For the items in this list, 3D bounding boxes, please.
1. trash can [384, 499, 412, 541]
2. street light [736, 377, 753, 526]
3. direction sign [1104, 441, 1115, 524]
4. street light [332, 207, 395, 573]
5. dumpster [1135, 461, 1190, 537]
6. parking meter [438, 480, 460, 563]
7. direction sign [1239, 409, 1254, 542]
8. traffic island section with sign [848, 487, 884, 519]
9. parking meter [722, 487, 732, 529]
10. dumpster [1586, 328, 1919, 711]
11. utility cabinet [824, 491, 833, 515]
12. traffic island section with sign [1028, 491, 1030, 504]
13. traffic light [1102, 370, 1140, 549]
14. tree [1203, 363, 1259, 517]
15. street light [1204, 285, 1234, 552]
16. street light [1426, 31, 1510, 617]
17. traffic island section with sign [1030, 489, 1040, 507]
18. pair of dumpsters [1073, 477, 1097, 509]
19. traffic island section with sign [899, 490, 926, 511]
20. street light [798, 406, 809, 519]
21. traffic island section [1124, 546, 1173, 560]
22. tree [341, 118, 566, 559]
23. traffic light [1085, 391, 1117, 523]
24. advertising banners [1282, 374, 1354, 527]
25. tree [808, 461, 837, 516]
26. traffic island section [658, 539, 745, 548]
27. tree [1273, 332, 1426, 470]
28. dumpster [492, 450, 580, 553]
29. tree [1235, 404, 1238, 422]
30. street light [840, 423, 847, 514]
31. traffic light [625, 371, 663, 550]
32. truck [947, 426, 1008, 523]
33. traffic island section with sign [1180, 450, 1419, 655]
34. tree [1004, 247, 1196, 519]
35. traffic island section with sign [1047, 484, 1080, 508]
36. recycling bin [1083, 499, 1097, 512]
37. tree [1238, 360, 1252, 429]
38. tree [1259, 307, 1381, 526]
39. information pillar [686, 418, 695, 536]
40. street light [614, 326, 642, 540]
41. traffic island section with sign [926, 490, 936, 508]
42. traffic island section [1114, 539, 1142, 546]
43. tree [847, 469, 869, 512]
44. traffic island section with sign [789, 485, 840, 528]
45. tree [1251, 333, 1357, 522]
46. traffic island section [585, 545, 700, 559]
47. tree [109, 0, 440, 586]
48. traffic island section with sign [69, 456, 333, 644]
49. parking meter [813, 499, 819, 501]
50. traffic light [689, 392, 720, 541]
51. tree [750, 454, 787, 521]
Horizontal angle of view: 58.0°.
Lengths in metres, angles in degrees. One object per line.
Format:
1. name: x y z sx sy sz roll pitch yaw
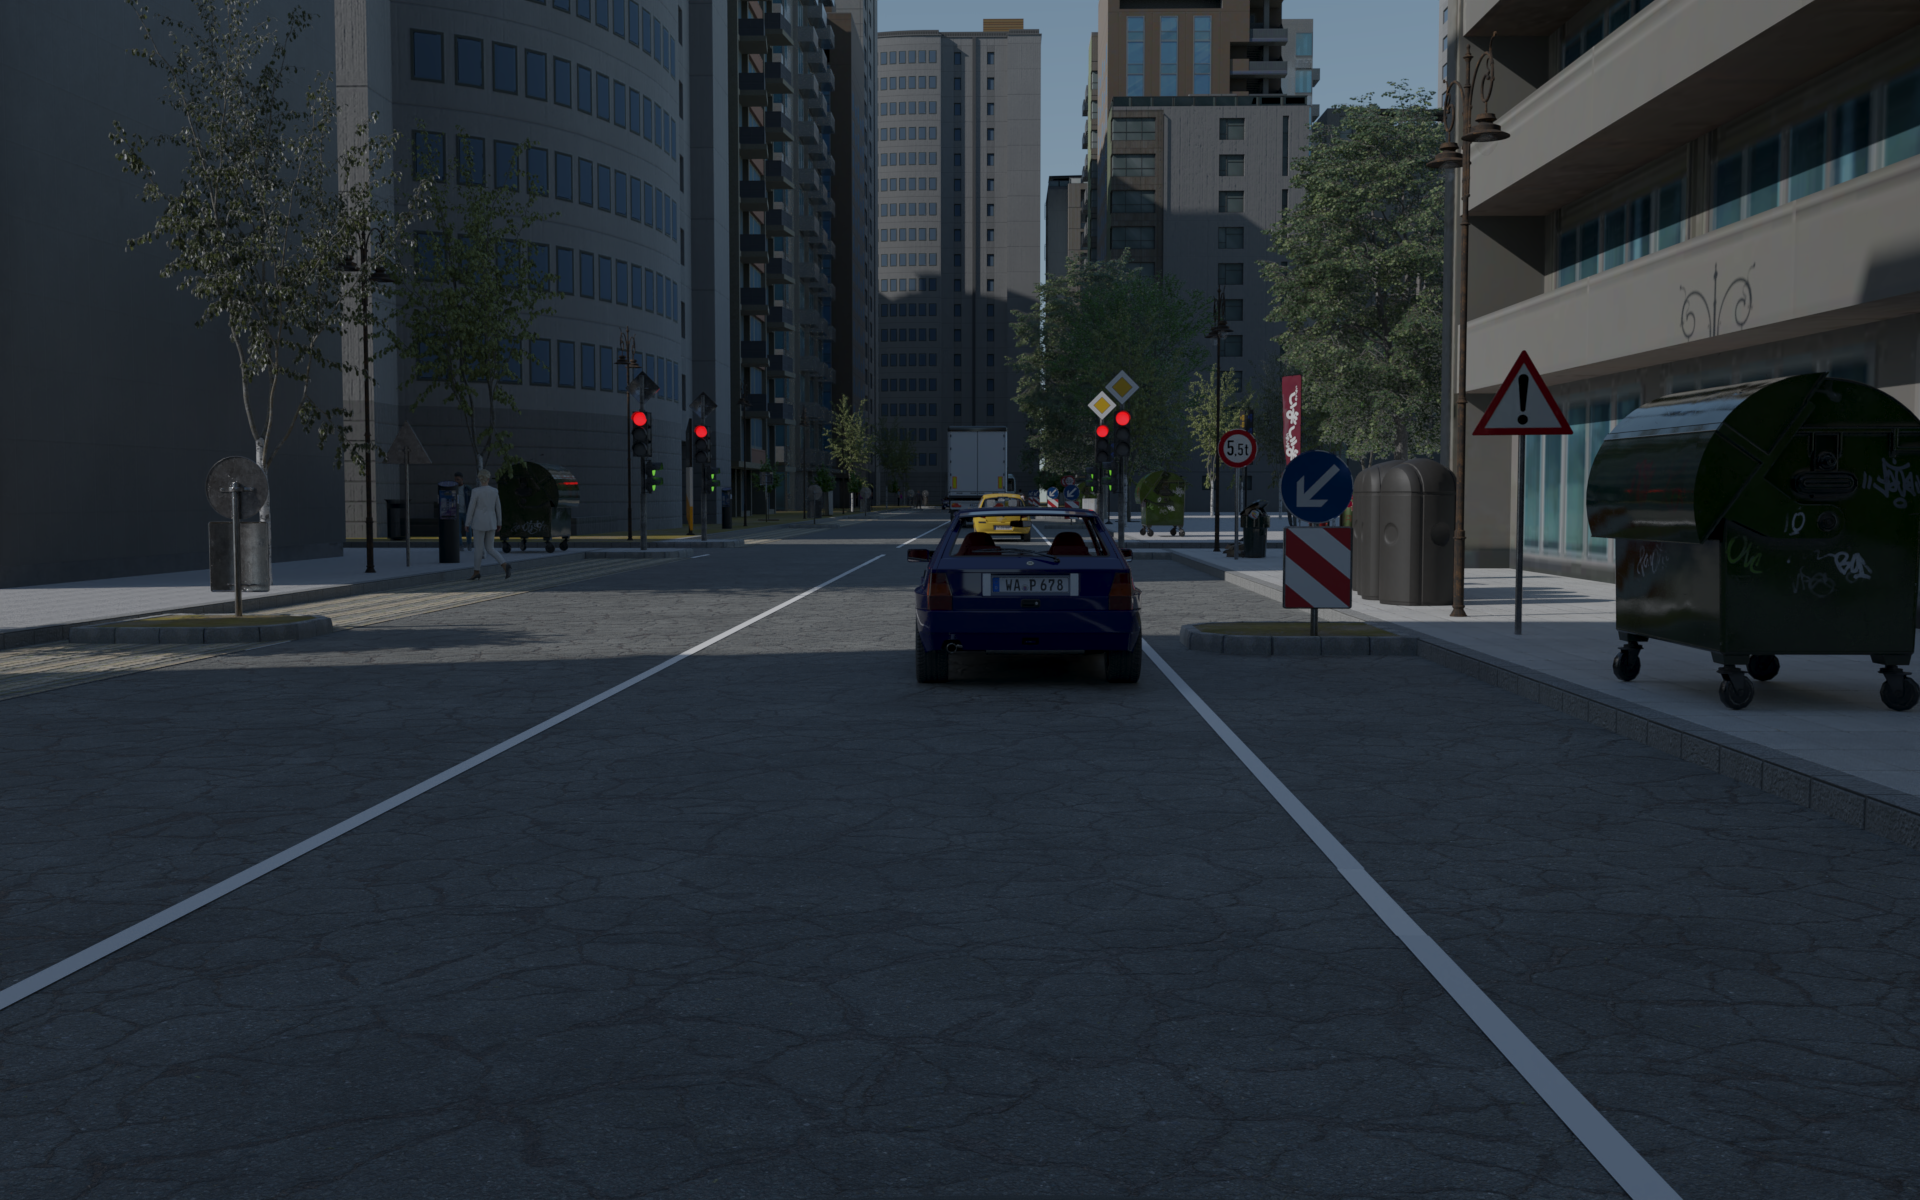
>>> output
1. trash can: -15.468 -2.205 47.707 0.748 1.137 0.748 0 3 0
2. street light: -8.544 -5.870 68.755 0.468 5.910 1.993 0 4 1
3. direction sign: 6.328 -4.984 73.491 0.379 3.537 0.876 2 4 34
4. street light: -9.618 -3.382 28.076 0.468 5.910 1.993 0 4 1
5. dumpster: 6.125 -3.060 52.525 1.502 2.255 1.985 0 4 1
6. parking meter: -9.506 -1.455 32.205 0.372 1.533 0.369 0 3 0
7. direction sign: 7.733 -3.354 46.831 0.379 3.537 0.876 -1 4 -13
8. traffic island section with sign: -5.411 -5.594 100.094 1.989 1.847 2.006 0 4 1
9. parking meter: -8.594 -3.389 63.824 0.372 1.533 0.369 0 3 0
10. dumpster: 5.044 -0.520 11.000 1.502 2.255 1.985 0 4 2
11. utility cabinet: -8.038 -5.962 106.163 0.318 1.500 1.173 -1 4 -16
12. traffic island section with sign: 6.443 -8.589 149.051 1.989 1.847 2.006 0 4 1
13. traffic light: 3.643 -3.077 39.233 0.839 4.253 0.868 0 4 1
14. tree: 14.572 -9.060 98.493 4.737 8.622 4.395 0 3 0
15. street light: 5.724 -4.014 38.413 0.468 5.910 1.993 0 4 1
16. street light: 5.221 -2.763 17.965 0.468 5.910 1.993 0 4 1
17. traffic island section with sign: 5.199 -5.557 99.481 1.989 1.847 2.006 0 4 1
18. pair of dumpsters: 7.333 -6.060 101.576 1.574 2.255 4.437 0 4 2
19. traffic island section with sign: -4.173 -8.605 149.326 1.989 1.847 2.006 0 4 1
20. street light: -8.036 -7.129 89.345 0.468 5.910 1.993 0 4 1
21. traffic island section: 3.683 -1.044 39.346 2.009 0.180 2.903 0 4 1
22. tree: -9.579 -5.106 33.850 4.737 8.622 4.395 0 3 0
23. traffic light: 3.844 -3.565 47.216 0.839 4.253 0.868 0 4 1
24. advertising banners: 5.154 -1.747 24.744 0.090 3.025 2.074 -1 4 -22
25. tree: -8.076 -6.498 100.838 1.663 3.219 1.824 0 3 0
26. traffic island section: -7.054 -1.549 47.607 2.009 0.180 2.903 0 4 1
27. tree: 24.628 -10.936 104.560 9.928 11.665 9.643 0 3 0
28. dumpster: -9.366 -2.187 38.248 1.502 2.255 1.985 0 4 1
29. tree: 16.935 -8.704 92.667 4.360 8.622 3.978 0 3 0
30. street light: -7.452 -8.423 110.502 0.468 5.910 1.993 0 4 1
31. traffic light: -7.215 -3.093 39.489 0.839 4.253 0.868 0 4 1
32. truck: 0.795 -5.395 77.123 2.839 4.237 11.283 0 4 1
33. traffic island section with sign: 3.120 -0.472 16.346 1.989 1.847 2.006 0 4 1
34. tree: 7.196 -11.141 88.808 9.857 13.997 8.962 0 3 0
35. traffic island section with sign: 4.499 -3.871 71.920 1.989 1.847 2.006 0 4 1
36. recycling bin: 7.097 -4.994 94.210 0.722 1.027 0.722 1 4 18
37. tree: 16.207 -8.367 87.166 4.360 8.622 3.978 0 3 0
38. tree: 14.376 -7.089 66.270 4.737 8.622 4.395 0 3 0
39. information pillar: -8.383 -3.810 53.652 0.183 3.616 0.504 -1 4 -23
40. street light: -9.133 -4.586 47.768 0.468 5.910 1.993 0 4 1
41. traffic island section with sign: -3.483 -10.297 176.984 1.989 1.847 2.006 0 4 1
42. traffic island section: 3.883 -1.532 47.329 2.009 0.180 2.903 0 4 1
43. tree: -7.542 -7.805 122.207 1.663 3.219 1.824 0 3 0
44. traffic island section with sign: -6.093 -3.924 72.780 1.989 1.847 2.006 0 4 1
45. tree: 15.664 -7.830 78.379 4.360 8.622 3.978 0 3 0
46. traffic island section: -7.255 -1.061 39.625 2.009 0.180 2.903 0 4 1
47. tree: -9.578 -4.495 23.860 4.360 8.622 3.978 0 3 0
48. traffic island section with sign: -7.483 -0.537 17.409 1.989 1.847 2.006 0 4 1
49. parking meter: -7.995 -5.363 96.096 0.372 1.533 0.369 0 3 0
50. traffic light: -7.015 -3.581 47.472 0.839 4.253 0.868 0 4 1
51. tree: -9.425 -5.468 83.996 1.663 3.219 1.824 0 3 0
